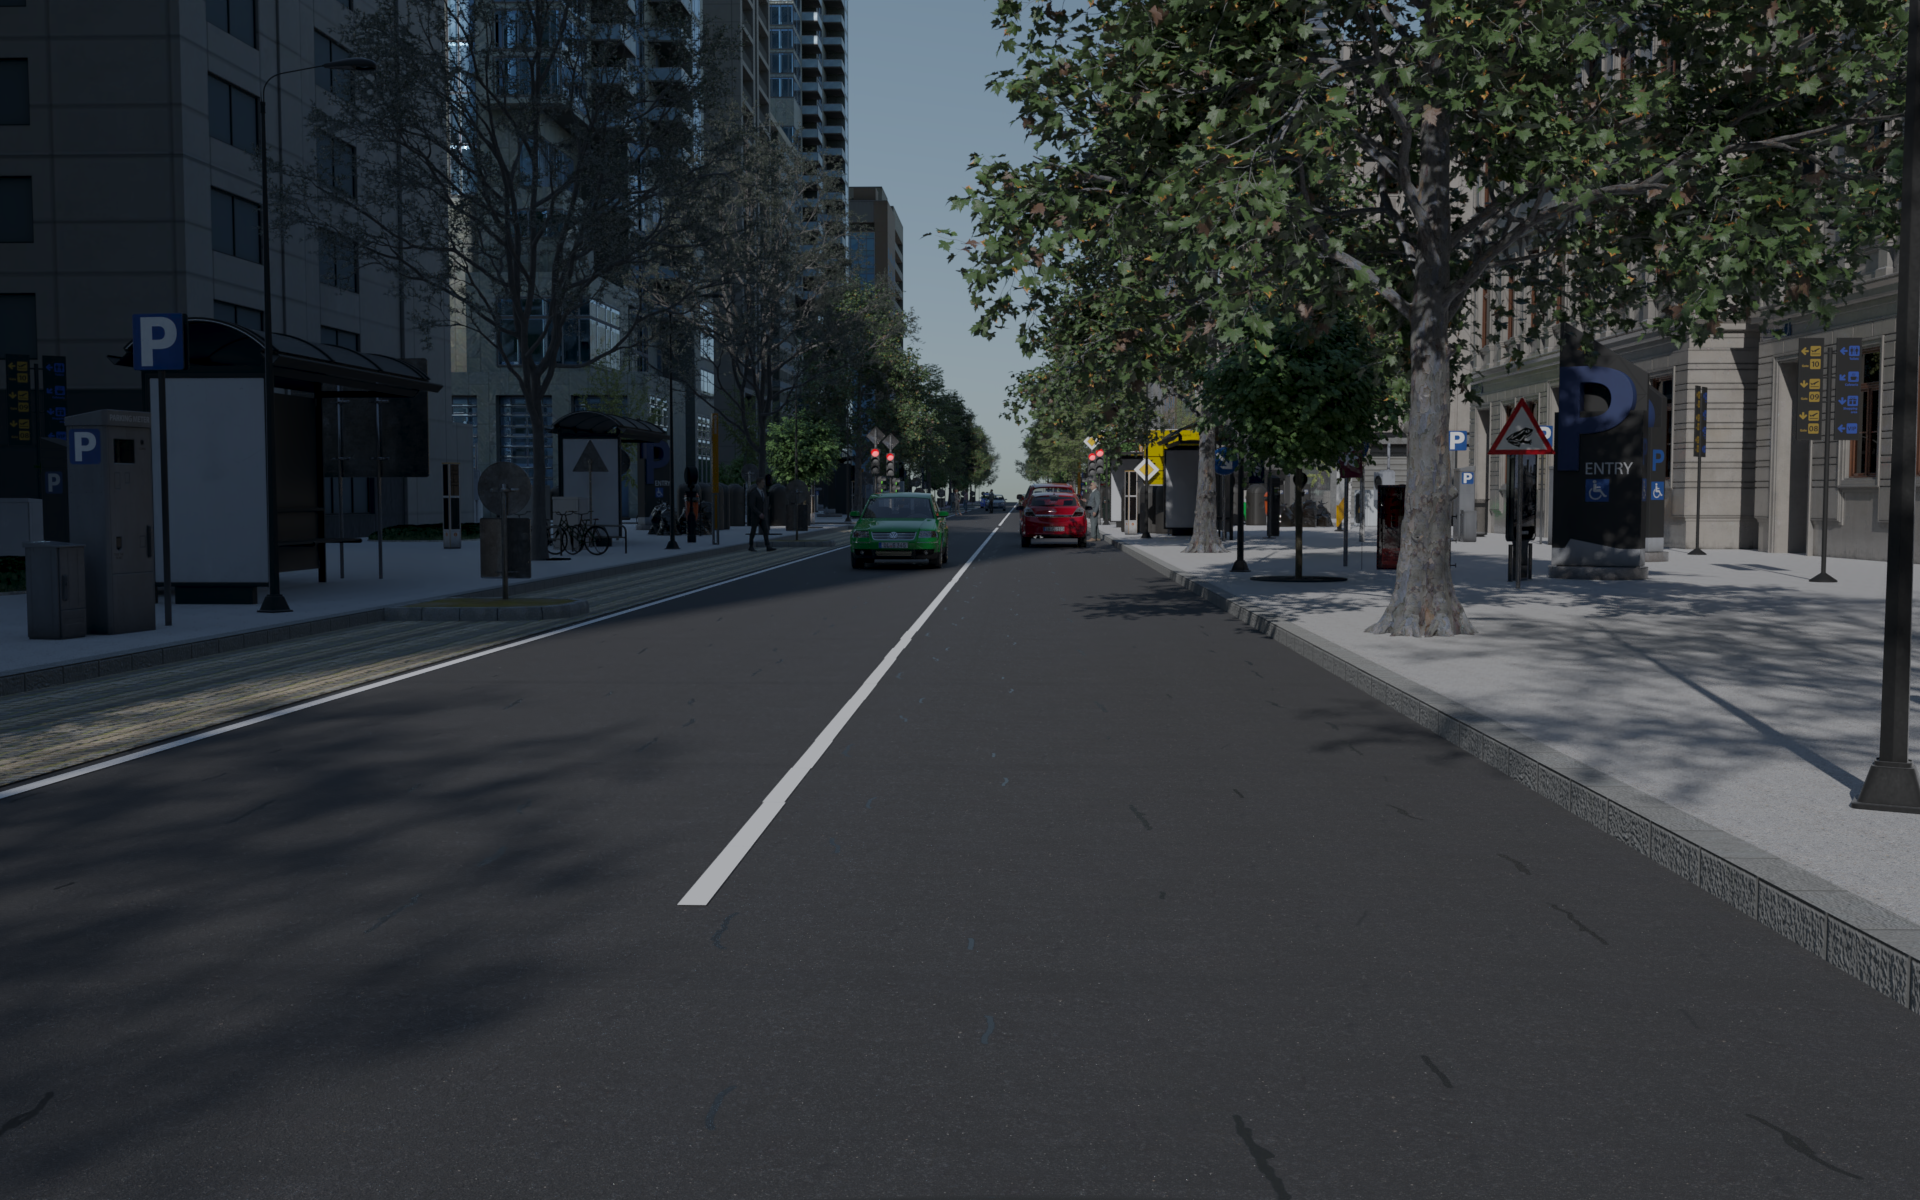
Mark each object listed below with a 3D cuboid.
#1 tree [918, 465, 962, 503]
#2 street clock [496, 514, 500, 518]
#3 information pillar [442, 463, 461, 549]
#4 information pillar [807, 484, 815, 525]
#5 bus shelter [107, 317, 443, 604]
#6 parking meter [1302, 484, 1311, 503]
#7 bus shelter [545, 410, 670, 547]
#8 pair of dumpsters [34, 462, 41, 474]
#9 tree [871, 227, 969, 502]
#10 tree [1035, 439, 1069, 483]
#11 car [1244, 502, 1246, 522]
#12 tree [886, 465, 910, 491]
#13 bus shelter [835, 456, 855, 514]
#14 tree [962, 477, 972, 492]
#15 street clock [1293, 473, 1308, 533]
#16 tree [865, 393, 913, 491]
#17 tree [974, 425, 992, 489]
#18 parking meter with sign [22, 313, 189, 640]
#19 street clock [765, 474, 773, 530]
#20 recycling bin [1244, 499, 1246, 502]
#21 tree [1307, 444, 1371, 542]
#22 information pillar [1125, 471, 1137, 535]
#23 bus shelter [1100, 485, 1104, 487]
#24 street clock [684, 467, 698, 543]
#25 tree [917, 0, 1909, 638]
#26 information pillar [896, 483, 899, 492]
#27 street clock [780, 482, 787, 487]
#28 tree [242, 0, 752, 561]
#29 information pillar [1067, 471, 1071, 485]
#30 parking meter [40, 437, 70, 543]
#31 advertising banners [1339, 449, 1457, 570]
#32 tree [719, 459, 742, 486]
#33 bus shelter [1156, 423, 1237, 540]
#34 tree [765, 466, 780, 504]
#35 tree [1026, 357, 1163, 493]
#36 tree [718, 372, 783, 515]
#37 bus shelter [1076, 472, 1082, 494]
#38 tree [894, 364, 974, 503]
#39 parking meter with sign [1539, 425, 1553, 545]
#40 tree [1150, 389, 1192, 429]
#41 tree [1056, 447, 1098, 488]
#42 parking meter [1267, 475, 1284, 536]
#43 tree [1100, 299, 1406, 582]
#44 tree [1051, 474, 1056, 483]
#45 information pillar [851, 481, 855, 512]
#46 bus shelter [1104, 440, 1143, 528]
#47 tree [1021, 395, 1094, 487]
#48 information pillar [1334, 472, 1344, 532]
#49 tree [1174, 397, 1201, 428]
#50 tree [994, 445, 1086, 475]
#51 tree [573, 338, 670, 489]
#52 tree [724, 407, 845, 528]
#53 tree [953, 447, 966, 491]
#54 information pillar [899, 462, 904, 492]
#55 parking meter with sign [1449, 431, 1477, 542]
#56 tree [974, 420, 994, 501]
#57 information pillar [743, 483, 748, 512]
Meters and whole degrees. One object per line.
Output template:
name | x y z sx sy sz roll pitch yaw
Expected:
tree | -2.486 -11.511 171.922 4.285 4.588 4.351 0 3 0
street clock | -15.692 -3.330 59.021 0.471 2.002 0.358 -3 4 -38
information pillar | -11.900 -2.205 40.539 0.304 2.012 0.304 3 5 42
information pillar | -6.315 -4.188 72.968 0.304 2.012 0.304 1 4 20
bus shelter | -8.644 -1.754 22.599 2.014 3.302 5.546 0 4 2
parking meter | 17.800 -5.091 88.950 0.399 1.863 0.255 1 4 19
bus shelter | -8.941 -3.103 44.658 2.014 3.302 5.546 0 4 2
pair of dumpsters | -10.614 -1.278 23.385 1.574 2.255 4.437 0 4 2
tree | -6.305 -8.780 53.931 12.009 13.543 11.850 0 3 0
tree | 9.750 -13.457 170.392 4.737 8.622 4.395 0 3 0
car | 10.765 -4.145 76.570 4.718 1.807 1.959 0 4 0
tree | -4.159 -7.298 113.927 1.663 3.219 1.824 0 3 0
bus shelter | -6.984 -7.165 108.430 1.731 3.624 6.357 0 4 2
tree | 0.129 -15.140 231.259 4.285 4.588 4.351 0 3 0
street clock | 11.126 -3.187 56.684 0.471 2.002 0.358 0 4 6
tree | -4.824 -10.301 118.790 4.360 8.622 3.978 0 3 0
tree | 0.633 -20.414 251.897 7.486 12.596 7.792 0 3 0
parking meter with sign | -7.874 -1.207 15.988 0.543 3.016 1.738 1 4 11
street clock | -6.881 -3.484 61.533 0.358 2.002 0.471 2 4 30
recycling bin | 15.461 -4.877 92.293 0.722 1.027 0.722 -3 5 -43
tree | 10.584 -5.875 46.417 4.737 8.622 4.395 0 3 0
information pillar | 5.378 -3.057 54.477 0.304 2.012 0.304 -1 4 -20
bus shelter | 9.384 -7.259 109.970 1.731 3.624 6.357 0 4 2
street clock | -7.082 -2.514 45.668 0.358 2.002 0.471 -2 4 -29
tree | 4.390 -6.034 15.672 9.611 12.733 9.660 0 3 0
information pillar | -4.091 -6.490 110.599 0.304 2.012 0.304 2 4 32
street clock | -8.406 -4.834 83.613 0.471 2.002 0.358 1 4 13
tree | -8.113 -7.501 33.013 12.009 13.543 11.850 0 3 0
information pillar | 9.447 -9.705 150.025 0.504 3.616 0.183 3 5 41
parking meter | -9.229 -0.745 17.885 0.399 1.863 0.255 1 4 18
advertising banners | 7.340 -2.024 29.287 2.074 3.025 0.090 1 4 9
tree | -13.066 -6.139 94.975 1.663 3.219 1.824 0 3 0
bus shelter | 6.919 -3.458 50.465 2.014 3.302 5.546 0 4 2
tree | -12.923 -7.522 117.586 1.663 3.219 1.824 0 3 0
tree | 7.748 -10.854 95.590 7.486 12.596 7.792 0 3 0
tree | -12.801 -9.498 105.646 4.737 8.622 4.395 0 3 0
bus shelter | 11.042 -9.576 150.483 2.014 3.302 5.546 0 4 2
tree | -3.098 -14.229 150.776 7.486 12.596 7.792 0 3 0
parking meter with sign | 15.078 -2.876 43.288 0.543 3.016 1.738 -1 4 -19
tree | 14.008 -10.256 118.054 4.360 8.622 3.978 0 3 0
tree | 7.780 -6.157 84.378 4.285 4.588 4.351 0 3 0
parking meter | 9.536 -2.872 52.672 0.255 1.863 0.399 -1 4 -22
tree | 5.009 -2.573 25.775 4.285 4.588 4.351 0 3 0
tree | 11.276 -12.254 184.069 4.285 4.588 4.351 0 3 0
information pillar | -5.971 -5.697 97.637 0.304 2.012 0.304 -1 4 -15
bus shelter | 6.408 -4.264 63.643 2.014 3.302 5.546 0 4 2
tree | 7.906 -11.729 126.177 7.601 10.594 8.767 -2 4 -24
information pillar | 13.083 -4.161 59.394 0.504 3.616 0.183 -3 5 -43
tree | 16.577 -10.688 125.116 4.737 8.622 4.395 0 3 0
tree | 13.370 -20.182 240.342 12.009 13.543 11.850 0 3 0
tree | -16.225 -8.087 82.579 4.737 8.622 4.395 0 3 0
tree | -5.956 -5.005 65.538 4.285 4.588 4.351 0 3 0
tree | -0.664 -15.891 210.182 4.737 8.622 4.395 0 3 0
information pillar | -3.772 -7.347 111.480 0.183 3.616 0.504 -3 5 -39
parking meter with sign | 13.630 -3.096 46.880 0.543 3.016 1.738 0 4 2
tree | 1.167 -21.947 269.194 12.009 13.543 11.850 0 3 0
information pillar | -14.603 -6.943 118.016 0.304 2.012 0.304 0 4 -6
